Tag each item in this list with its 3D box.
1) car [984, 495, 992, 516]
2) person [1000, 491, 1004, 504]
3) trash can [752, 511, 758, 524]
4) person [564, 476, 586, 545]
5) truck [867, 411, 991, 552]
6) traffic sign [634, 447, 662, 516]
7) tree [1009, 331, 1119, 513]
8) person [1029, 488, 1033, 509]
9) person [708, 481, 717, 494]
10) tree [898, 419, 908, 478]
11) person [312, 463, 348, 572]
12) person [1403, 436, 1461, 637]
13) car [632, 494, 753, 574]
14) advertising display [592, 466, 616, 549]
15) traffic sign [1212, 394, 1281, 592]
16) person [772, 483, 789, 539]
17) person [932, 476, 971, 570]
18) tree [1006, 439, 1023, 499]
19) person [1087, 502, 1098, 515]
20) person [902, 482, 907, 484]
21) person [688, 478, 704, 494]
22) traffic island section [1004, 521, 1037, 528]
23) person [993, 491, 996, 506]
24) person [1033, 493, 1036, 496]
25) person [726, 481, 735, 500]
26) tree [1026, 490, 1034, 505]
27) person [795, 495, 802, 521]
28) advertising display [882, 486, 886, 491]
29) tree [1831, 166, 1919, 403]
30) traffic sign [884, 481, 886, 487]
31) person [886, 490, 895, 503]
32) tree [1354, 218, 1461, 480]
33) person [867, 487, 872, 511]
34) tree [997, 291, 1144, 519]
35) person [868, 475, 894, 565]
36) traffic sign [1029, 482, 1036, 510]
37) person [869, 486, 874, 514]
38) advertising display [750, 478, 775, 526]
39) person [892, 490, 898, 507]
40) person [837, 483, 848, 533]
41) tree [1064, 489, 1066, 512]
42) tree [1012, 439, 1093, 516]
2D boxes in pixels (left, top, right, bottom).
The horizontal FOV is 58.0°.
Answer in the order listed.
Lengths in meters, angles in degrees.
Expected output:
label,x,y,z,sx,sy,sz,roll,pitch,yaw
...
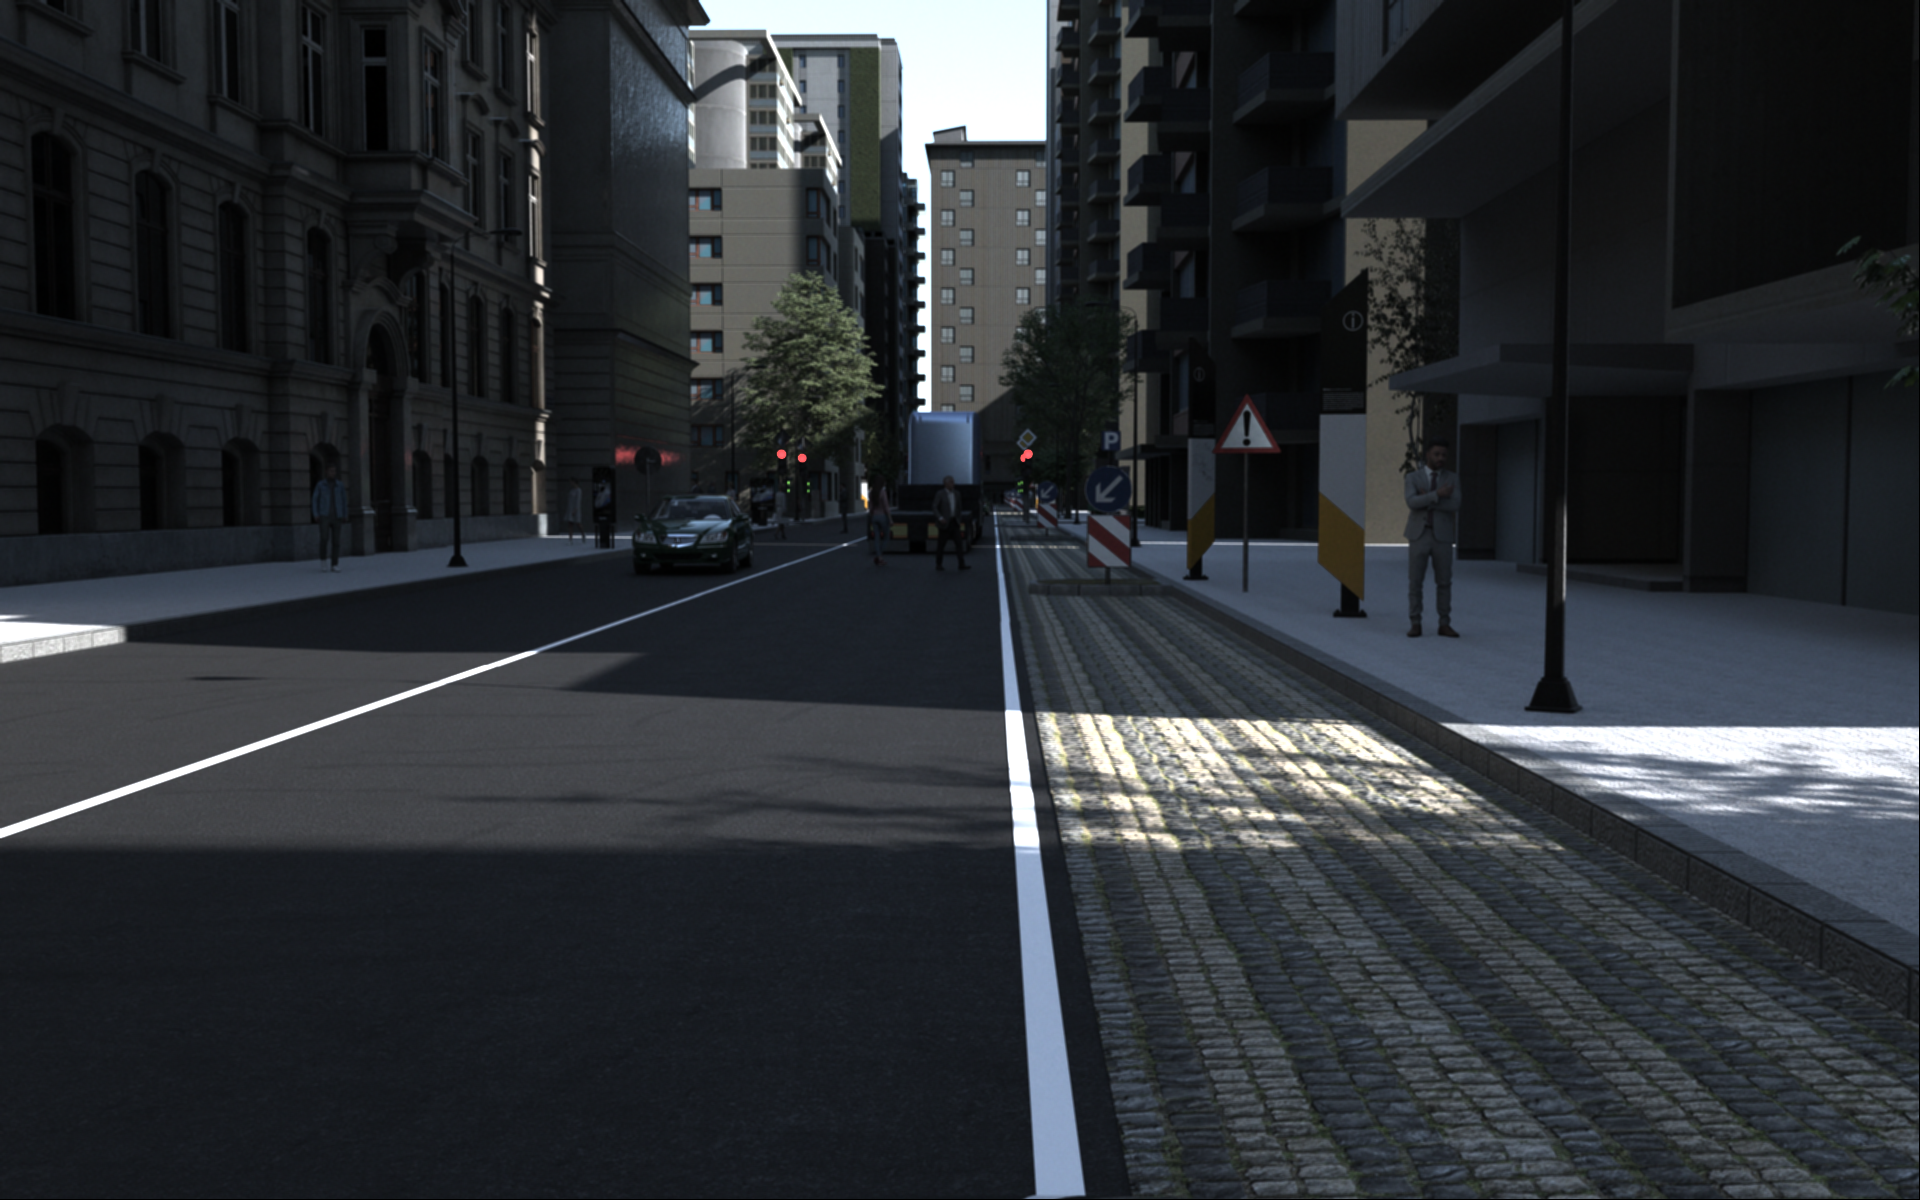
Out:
label,x,y,z,sx,sy,sz,roll,pitch,yaw
car,1.047,-6.374,116.006,2.131,1.459,4.920,0,4,2
person,5.419,-12.947,219.813,0.705,1.869,1.348,3,5,40
trash can,-8.682,-3.864,74.824,0.748,1.137,0.748,0,3,0
person,-9.748,-2.267,43.856,0.466,1.731,0.760,1,4,14
truck,-0.706,-3.724,50.652,2.967,4.110,18.799,0,4,2
traffic sign,-8.372,-2.834,46.437,0.768,2.556,0.104,1,4,8
tree,7.348,-12.303,119.282,7.486,12.596,7.792,0,3,0
person,6.035,-8.696,148.455,0.478,1.798,0.641,-2,4,-31
person,-9.423,-3.691,66.567,0.590,1.801,0.661,1,4,9
tree,-6.360,-13.157,165.483,4.737,8.622,4.395,0,3,0
person,-10.350,-1.350,28.458,0.601,1.785,0.444,-2,4,-33
person,4.240,-0.569,15.522,0.511,1.800,0.466,0,4,-6
car,-4.985,-1.281,32.736,2.131,1.459,4.920,0,4,-1
advertising display,-8.383,-2.178,40.820,0.123,1.923,0.974,-3,4,-38
traffic sign,3.734,-1.382,22.595,0.884,2.594,0.081,1,4,8
person,-5.747,-2.836,55.217,0.624,1.780,0.694,-2,4,-31
person,-0.161,-1.449,32.595,0.661,1.777,0.834,-3,5,-42
tree,7.974,-16.758,224.356,4.737,8.622,4.395,0,3,0
person,5.334,-3.837,69.027,0.600,1.795,0.529,0,4,7
person,-1.872,-3.241,61.350,0.748,1.841,0.638,2,4,27
person,-8.981,-3.232,58.846,0.822,1.834,0.622,-3,4,-38
traffic island section,3.073,-3.657,82.064,2.009,0.180,2.903,0,4,1
person,3.917,-11.687,200.103,0.721,1.766,1.217,1,4,9
person,7.844,-11.317,191.095,1.348,1.821,0.705,0,4,4
person,-8.081,-3.347,61.441,0.598,1.740,0.731,-3,5,-44
tree,8.493,-13.016,207.406,1.663,3.219,1.824,0,3,0
person,-7.802,-4.464,83.700,0.373,1.253,0.362,-1,4,-16
advertising display,-6.598,-8.454,143.442,0.974,1.923,0.123,0,4,0
tree,3.546,-0.650,5.228,1.663,3.219,1.824,0,3,0
traffic sign,-6.424,-8.653,141.578,0.768,2.556,0.104,0,4,4
person,-6.947,-9.928,169.188,1.217,1.723,0.721,0,4,-8
tree,10.747,-5.447,39.426,4.360,8.622,3.978,0,3,0
person,-6.967,-7.665,131.624,0.793,1.790,0.793,-1,4,-23
tree,5.677,-9.926,88.045,9.928,11.665,9.643,0,3,0
person,-1.584,-1.615,34.909,0.555,1.821,0.388,2,4,26
traffic sign,5.851,-8.349,136.510,0.884,2.594,0.081,0,4,2
person,-2.637,-2.892,55.973,0.709,1.800,0.728,3,5,44
advertising display,-7.950,-3.945,69.713,0.974,1.923,0.123,0,4,4
person,-6.705,-10.475,177.316,0.705,1.822,1.348,2,4,30
person,-4.346,-3.409,64.043,0.447,1.846,0.655,0,4,-5
tree,7.494,-8.042,126.091,1.663,3.219,1.824,0,3,0
tree,5.866,-7.769,110.732,4.285,4.588,4.351,0,3,0
